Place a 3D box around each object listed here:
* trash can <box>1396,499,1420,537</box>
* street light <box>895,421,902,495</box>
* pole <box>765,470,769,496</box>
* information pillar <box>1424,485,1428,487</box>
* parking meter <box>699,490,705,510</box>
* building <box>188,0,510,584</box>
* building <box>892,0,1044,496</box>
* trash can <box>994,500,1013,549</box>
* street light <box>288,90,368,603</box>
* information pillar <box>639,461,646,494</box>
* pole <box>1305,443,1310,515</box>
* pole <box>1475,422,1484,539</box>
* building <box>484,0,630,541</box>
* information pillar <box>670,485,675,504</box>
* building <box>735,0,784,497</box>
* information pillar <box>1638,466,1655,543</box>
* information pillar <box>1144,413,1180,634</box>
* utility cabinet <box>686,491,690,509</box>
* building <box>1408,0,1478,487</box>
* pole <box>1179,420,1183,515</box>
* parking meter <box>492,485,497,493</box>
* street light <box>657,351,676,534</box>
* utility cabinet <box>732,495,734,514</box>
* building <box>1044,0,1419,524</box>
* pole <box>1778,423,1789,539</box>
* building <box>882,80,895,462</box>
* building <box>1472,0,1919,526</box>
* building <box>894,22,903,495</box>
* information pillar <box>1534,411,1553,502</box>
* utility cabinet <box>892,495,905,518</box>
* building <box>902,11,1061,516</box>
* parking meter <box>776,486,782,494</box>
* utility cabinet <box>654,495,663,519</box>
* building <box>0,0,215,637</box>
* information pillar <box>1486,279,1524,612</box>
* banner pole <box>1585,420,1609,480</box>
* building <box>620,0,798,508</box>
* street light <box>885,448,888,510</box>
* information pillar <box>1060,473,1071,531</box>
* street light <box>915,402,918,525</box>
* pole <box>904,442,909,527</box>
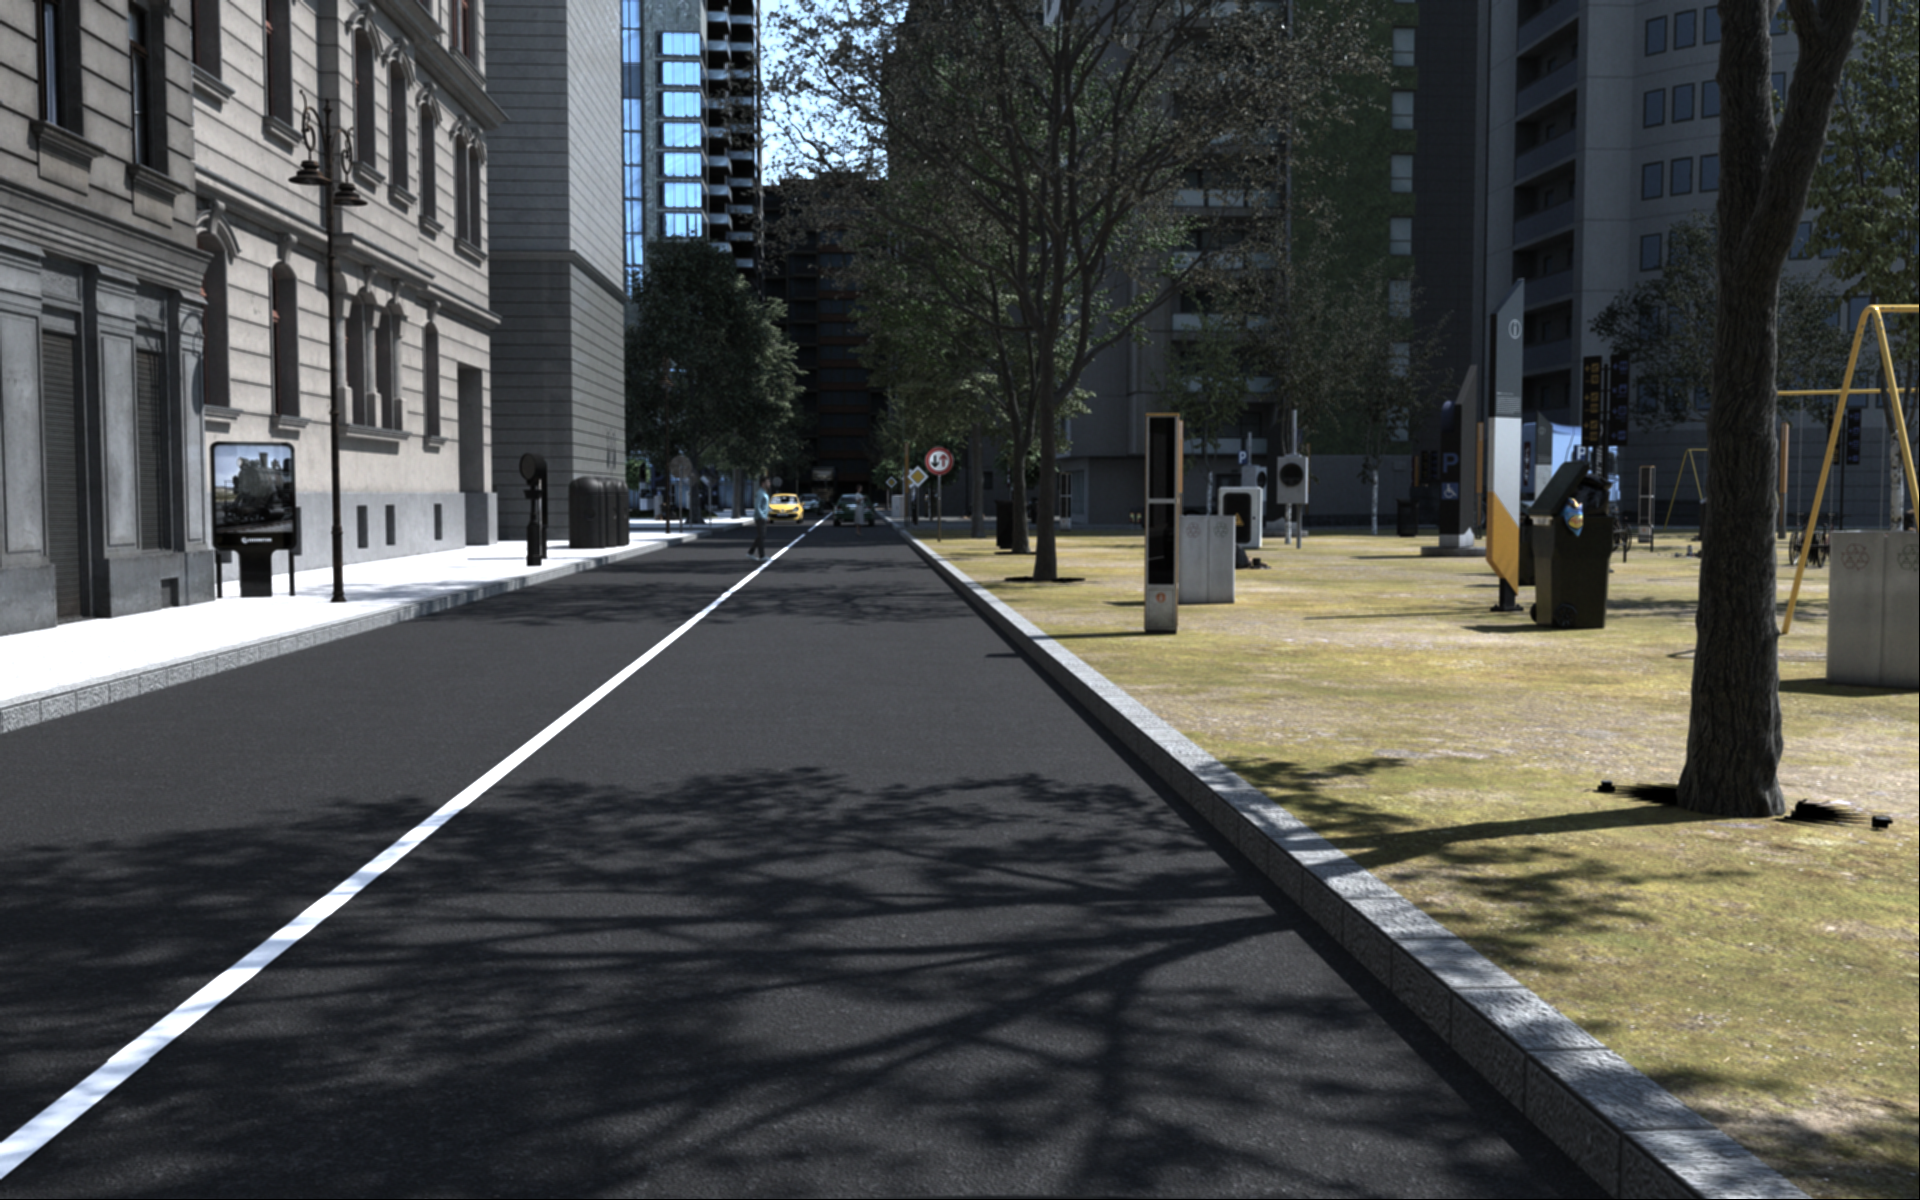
[{"bbox_3d":[13.418,-2.462,51.912,0.748,1.137,0.748,0,3,0],"label":"trash can"},{"bbox_3d":[-3.827,-8.229,107.333,0.468,5.910,1.993,0,4,-3],"label":"street light"},{"bbox_3d":[-12.680,-7.336,113.783,0.158,3.312,0.155,0,3,0],"label":"pole"},{"bbox_3d":[36.536,-8.027,135.736,0.304,2.012,0.304,-2,4,-27],"label":"information pillar"},{"bbox_3d":[-15.813,-5.975,106.096,0.372,1.533,0.369,0,3,0],"label":"parking meter"},{"bbox_3d":[-17.322,-14.950,31.826,14.401,28.519,23.554,0,4,-3],"label":"building"},{"bbox_3d":[3.228,-45.362,179.921,20.563,71.187,20.611,0,4,-3],"label":"building"},{"bbox_3d":[1.158,-1.768,40.561,0.748,1.137,0.748,0,3,0],"label":"trash can"},{"bbox_3d":[-7.382,-2.912,20.392,0.468,5.910,1.993,0,4,-3],"label":"street light"},{"bbox_3d":[-22.356,-7.993,122.035,0.183,3.616,0.504,3,5,44],"label":"information pillar"},{"bbox_3d":[13.926,-4.619,69.356,0.158,3.312,0.155,0,3,0],"label":"pole"},{"bbox_3d":[14.773,-3.390,49.276,0.158,3.312,0.155,0,3,0],"label":"pole"},{"bbox_3d":[-25.700,-16.766,51.624,29.804,29.767,11.434,0,4,-3],"label":"building"},{"bbox_3d":[-22.519,-8.033,135.830,0.304,2.012,0.304,-1,4,-21],"label":"information pillar"},{"bbox_3d":[-29.241,-45.514,182.410,20.563,71.187,20.611,0,4,-3],"label":"building"},{"bbox_3d":[18.041,-2.510,45.523,0.304,2.012,0.304,3,4,38],"label":"information pillar"},{"bbox_3d":[1.857,-0.699,15.926,0.304,2.012,0.304,1,4,8],"label":"information pillar"},{"bbox_3d":[-17.344,-6.344,112.410,0.318,1.500,1.173,2,4,24],"label":"utility cabinet"},{"bbox_3d":[55.256,-47.232,210.491,20.611,71.187,20.563,0,4,-3],"label":"building"},{"bbox_3d":[6.070,-3.314,48.021,0.158,3.312,0.155,0,3,0],"label":"pole"},{"bbox_3d":[-12.738,-2.357,46.942,0.372,1.533,0.369,0,3,0],"label":"parking meter"},{"bbox_3d":[-9.468,-5.088,55.973,0.468,5.910,1.993,0,4,-3],"label":"street light"},{"bbox_3d":[-13.156,-5.589,102.540,0.306,1.237,1.020,1,4,19],"label":"utility cabinet"},{"bbox_3d":[11.278,-24.031,76.509,14.086,41.232,14.154,0,4,-3],"label":"building"},{"bbox_3d":[23.547,-3.405,49.523,0.158,3.312,0.155,0,3,0],"label":"pole"},{"bbox_3d":[5.094,-37.640,204.645,28.713,52.752,27.495,0,4,-3],"label":"building"},{"bbox_3d":[40.343,-32.799,78.259,28.212,58.520,21.231,0,4,-3],"label":"building"},{"bbox_3d":[0.890,-31.378,163.145,14.600,45.320,14.200,0,4,-3],"label":"building"},{"bbox_3d":[16.425,-3.514,48.806,0.504,3.616,0.183,-1,4,-12],"label":"information pillar"},{"bbox_3d":[-3.302,-4.957,92.213,0.306,1.237,1.020,-2,4,-28],"label":"utility cabinet"},{"bbox_3d":[3.368,-20.570,108.014,14.160,30.474,14.107,0,4,-3],"label":"building"},{"bbox_3d":[-13.224,-7.383,126.420,0.399,1.863,0.255,3,5,44],"label":"parking meter"},{"bbox_3d":[-15.557,-4.781,89.336,0.306,1.237,1.020,0,4,0],"label":"utility cabinet"},{"bbox_3d":[-13.075,-9.897,10.967,9.793,20.994,18.267,0,4,-3],"label":"building"},{"bbox_3d":[5.925,-1.679,18.813,0.504,3.616,0.183,-3,4,-36],"label":"information pillar"},{"bbox_3d":[18.884,-3.764,51.563,0.863,3.779,0.401,2,4,32],"label":"banner pole"},{"bbox_3d":[-35.214,-54.517,204.031,31.000,86.520,22.319,0,4,-3],"label":"building"},{"bbox_3d":[-6.074,-10.402,142.865,0.468,5.910,1.993,0,4,-3],"label":"street light"},{"bbox_3d":[3.673,-3.412,60.277,0.304,2.012,0.304,2,4,30],"label":"information pillar"},{"bbox_3d":[-1.797,-6.025,71.302,0.468,5.910,1.993,0,4,-3],"label":"street light"},{"bbox_3d":[-2.086,-4.537,68.028,0.158,3.312,0.155,0,3,0],"label":"pole"}]
